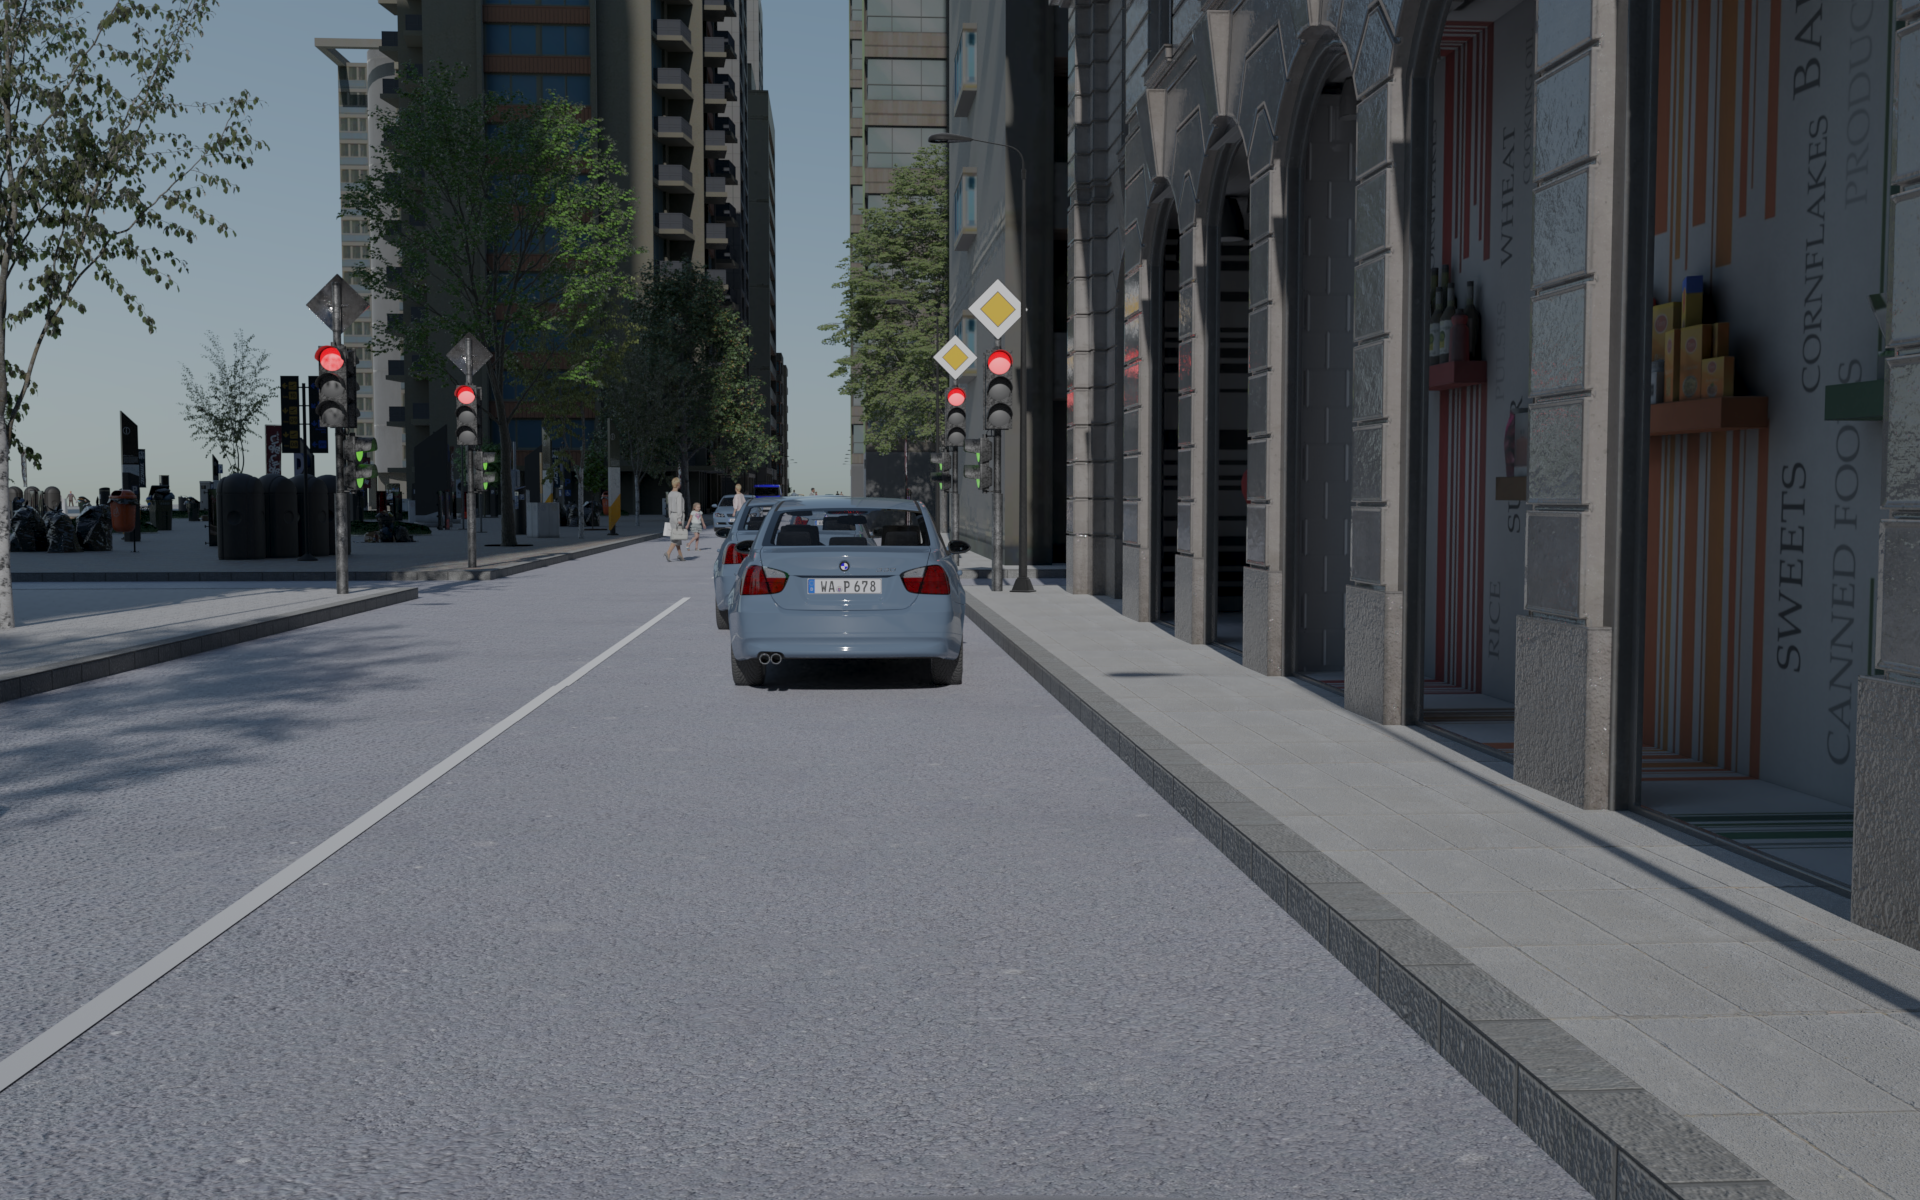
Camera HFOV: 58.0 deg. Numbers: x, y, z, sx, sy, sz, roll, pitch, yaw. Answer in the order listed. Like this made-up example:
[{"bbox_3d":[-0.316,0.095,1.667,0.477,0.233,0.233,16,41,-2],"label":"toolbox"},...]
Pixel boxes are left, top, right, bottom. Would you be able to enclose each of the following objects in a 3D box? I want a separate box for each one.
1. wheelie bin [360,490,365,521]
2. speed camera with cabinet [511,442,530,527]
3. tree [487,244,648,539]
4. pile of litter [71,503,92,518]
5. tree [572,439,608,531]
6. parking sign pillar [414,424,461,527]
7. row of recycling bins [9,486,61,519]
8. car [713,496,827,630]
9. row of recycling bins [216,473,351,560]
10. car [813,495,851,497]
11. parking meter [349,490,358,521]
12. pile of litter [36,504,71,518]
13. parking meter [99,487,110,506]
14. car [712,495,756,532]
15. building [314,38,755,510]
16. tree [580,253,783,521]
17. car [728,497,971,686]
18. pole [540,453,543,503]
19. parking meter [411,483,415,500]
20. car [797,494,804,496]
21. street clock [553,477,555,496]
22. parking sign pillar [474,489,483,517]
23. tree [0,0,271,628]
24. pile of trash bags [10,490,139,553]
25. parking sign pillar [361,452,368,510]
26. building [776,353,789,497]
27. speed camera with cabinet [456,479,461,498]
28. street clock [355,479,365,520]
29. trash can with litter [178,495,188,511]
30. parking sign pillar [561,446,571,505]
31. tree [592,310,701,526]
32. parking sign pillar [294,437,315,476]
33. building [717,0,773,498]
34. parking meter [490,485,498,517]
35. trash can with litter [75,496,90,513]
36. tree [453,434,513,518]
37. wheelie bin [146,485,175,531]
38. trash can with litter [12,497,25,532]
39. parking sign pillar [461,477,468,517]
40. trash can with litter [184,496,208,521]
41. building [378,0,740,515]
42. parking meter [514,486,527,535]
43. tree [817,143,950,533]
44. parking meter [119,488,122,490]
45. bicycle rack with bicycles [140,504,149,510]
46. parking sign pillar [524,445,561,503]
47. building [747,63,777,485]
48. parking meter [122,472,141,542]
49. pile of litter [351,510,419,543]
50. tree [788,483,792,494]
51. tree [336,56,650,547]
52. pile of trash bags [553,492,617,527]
[{"bbox_3d":[-27.466,-4.332,78.732,0.693,1.594,0.980,-3,5,-44],"label":"wheelie bin"},{"bbox_3d":[-17.019,-4.399,66.263,0.660,3.252,2.038,0,4,1],"label":"speed camera with cabinet"},{"bbox_3d":[-11.143,-6.073,49.648,4.737,8.622,4.395,0,3,0],"label":"tree"},{"bbox_3d":[-43.933,-4.448,86.694,1.176,0.858,1.719,-2,4,-32],"label":"pile of litter"},{"bbox_3d":[-12.905,-4.085,61.399,1.663,3.219,1.824,0,3,0],"label":"tree"},{"bbox_3d":[-20.466,-4.817,67.224,1.447,3.967,1.447,0,4,6],"label":"parking sign pillar"},{"bbox_3d":[-48.330,-5.038,89.483,3.534,1.692,1.069,-1,4,-8],"label":"row of recycling bins"},{"bbox_3d":[-1.799,-0.467,19.642,2.014,1.417,4.499,0,4,-4],"label":"car"},{"bbox_3d":[-13.661,-1.721,35.258,1.069,1.692,3.534,1,4,17],"label":"row of recycling bins"},{"bbox_3d":[-3.132,-1.778,41.068,2.014,1.417,4.499,0,4,-3],"label":"car"},{"bbox_3d":[-24.417,-3.918,69.770,0.255,1.863,0.399,-3,5,-42],"label":"parking meter"},{"bbox_3d":[-41.573,-3.944,78.450,1.719,0.858,1.176,0,4,1],"label":"pile of litter"},{"bbox_3d":[-31.559,-3.396,63.934,0.372,1.533,0.369,0,3,0],"label":"parking meter"},{"bbox_3d":[-8.615,-3.394,67.493,2.014,1.417,4.499,0,4,-4],"label":"car"},{"bbox_3d":[-33.638,-27.661,144.139,32.217,40.220,23.993,0,4,-4],"label":"building"},{"bbox_3d":[-13.258,-10.125,82.557,9.611,12.733,9.660,0,3,0],"label":"tree"},{"bbox_3d":[-0.892,-0.139,14.270,2.014,1.417,4.499,0,4,-2],"label":"car"},{"bbox_3d":[-20.520,-5.580,85.083,0.158,3.312,0.155,0,3,0],"label":"pole"},{"bbox_3d":[-25.512,-4.623,81.300,0.399,1.863,0.255,0,4,5],"label":"parking meter"},{"bbox_3d":[-16.360,-10.075,174.952,2.015,1.641,3.980,0,4,-4],"label":"car"},{"bbox_3d":[-17.419,-4.228,73.690,0.358,2.002,0.471,1,4,8],"label":"street clock"},{"bbox_3d":[-27.763,-6.699,97.997,1.447,3.967,1.447,1,4,10],"label":"parking sign pillar"},{"bbox_3d":[-8.995,-4.046,16.520,4.360,8.622,3.978,0,3,0],"label":"tree"},{"bbox_3d":[-19.563,-1.760,38.526,3.447,1.369,1.912,2,4,25],"label":"pile of trash bags"},{"bbox_3d":[-35.506,-6.997,102.872,1.447,3.967,1.447,-1,4,-10],"label":"parking sign pillar"},{"bbox_3d":[-36.584,-23.241,225.022,27.650,21.520,28.899,0,4,-4],"label":"building"},{"bbox_3d":[-30.493,-6.681,103.565,2.038,3.252,0.660,-1,4,-15],"label":"speed camera with cabinet"},{"bbox_3d":[-23.875,-3.930,68.820,0.471,2.002,0.358,3,4,37],"label":"street clock"},{"bbox_3d":[-43.536,-5.214,96.307,2.233,1.210,1.678,0,3,0],"label":"trash can with litter"},{"bbox_3d":[-22.081,-6.604,96.443,1.447,3.967,1.447,-2,4,-33],"label":"parking sign pillar"},{"bbox_3d":[-12.751,-7.256,68.997,4.360,8.622,3.978,0,3,0],"label":"tree"},{"bbox_3d":[-30.993,-5.715,81.914,1.447,3.967,1.447,3,5,44],"label":"parking sign pillar"},{"bbox_3d":[-36.267,-49.544,248.302,20.563,71.187,20.611,0,4,-4],"label":"building"},{"bbox_3d":[-26.222,-5.615,97.521,0.399,1.863,0.255,1,4,22],"label":"parking meter"},{"bbox_3d":[-47.102,-5.017,93.420,0.624,1.170,1.055,1,4,16],"label":"trash can with litter"},{"bbox_3d":[-25.831,-6.729,93.730,4.285,4.588,4.351,0,3,0],"label":"tree"},{"bbox_3d":[-28.154,-3.253,61.091,0.693,1.594,0.980,3,5,41],"label":"wheelie bin"},{"bbox_3d":[-23.373,-1.981,43.450,1.678,1.210,2.233,-1,4,-11],"label":"trash can with litter"},{"bbox_3d":[-22.536,-5.322,75.490,1.447,3.967,1.447,0,4,1],"label":"parking sign pillar"},{"bbox_3d":[-35.907,-4.291,81.551,0.624,1.170,1.055,2,4,33],"label":"trash can with litter"},{"bbox_3d":[-26.674,-28.344,118.052,22.147,44.769,28.867,0,4,-4],"label":"building"},{"bbox_3d":[-13.874,-2.827,54.626,0.372,1.533,0.369,0,3,0],"label":"parking meter"},{"bbox_3d":[-0.947,-8.481,56.785,7.486,12.596,7.792,0,3,0],"label":"tree"},{"bbox_3d":[-32.036,-3.549,66.435,0.372,1.533,0.369,0,3,0],"label":"parking meter"},{"bbox_3d":[-43.795,-4.893,93.378,2.925,0.926,2.852,1,4,9],"label":"bicycle rack with bicycles"},{"bbox_3d":[-20.937,-5.968,86.042,1.447,3.967,1.447,1,4,12],"label":"parking sign pillar"},{"bbox_3d":[-32.164,-35.169,198.721,21.300,48.544,21.600,0,4,-4],"label":"building"},{"bbox_3d":[-22.352,-2.510,46.746,0.255,1.863,0.399,1,4,18],"label":"parking meter"},{"bbox_3d":[-15.337,-1.965,46.098,1.719,0.858,1.176,-1,4,-10],"label":"pile of litter"},{"bbox_3d":[-26.364,-16.444,263.459,1.663,3.219,1.824,0,3,0],"label":"tree"},{"bbox_3d":[-11.221,-7.123,42.209,9.928,11.665,9.643,0,3,0],"label":"tree"},{"bbox_3d":[-14.774,-3.575,68.212,3.447,1.369,1.912,2,4,35],"label":"pile of trash bags"}]
